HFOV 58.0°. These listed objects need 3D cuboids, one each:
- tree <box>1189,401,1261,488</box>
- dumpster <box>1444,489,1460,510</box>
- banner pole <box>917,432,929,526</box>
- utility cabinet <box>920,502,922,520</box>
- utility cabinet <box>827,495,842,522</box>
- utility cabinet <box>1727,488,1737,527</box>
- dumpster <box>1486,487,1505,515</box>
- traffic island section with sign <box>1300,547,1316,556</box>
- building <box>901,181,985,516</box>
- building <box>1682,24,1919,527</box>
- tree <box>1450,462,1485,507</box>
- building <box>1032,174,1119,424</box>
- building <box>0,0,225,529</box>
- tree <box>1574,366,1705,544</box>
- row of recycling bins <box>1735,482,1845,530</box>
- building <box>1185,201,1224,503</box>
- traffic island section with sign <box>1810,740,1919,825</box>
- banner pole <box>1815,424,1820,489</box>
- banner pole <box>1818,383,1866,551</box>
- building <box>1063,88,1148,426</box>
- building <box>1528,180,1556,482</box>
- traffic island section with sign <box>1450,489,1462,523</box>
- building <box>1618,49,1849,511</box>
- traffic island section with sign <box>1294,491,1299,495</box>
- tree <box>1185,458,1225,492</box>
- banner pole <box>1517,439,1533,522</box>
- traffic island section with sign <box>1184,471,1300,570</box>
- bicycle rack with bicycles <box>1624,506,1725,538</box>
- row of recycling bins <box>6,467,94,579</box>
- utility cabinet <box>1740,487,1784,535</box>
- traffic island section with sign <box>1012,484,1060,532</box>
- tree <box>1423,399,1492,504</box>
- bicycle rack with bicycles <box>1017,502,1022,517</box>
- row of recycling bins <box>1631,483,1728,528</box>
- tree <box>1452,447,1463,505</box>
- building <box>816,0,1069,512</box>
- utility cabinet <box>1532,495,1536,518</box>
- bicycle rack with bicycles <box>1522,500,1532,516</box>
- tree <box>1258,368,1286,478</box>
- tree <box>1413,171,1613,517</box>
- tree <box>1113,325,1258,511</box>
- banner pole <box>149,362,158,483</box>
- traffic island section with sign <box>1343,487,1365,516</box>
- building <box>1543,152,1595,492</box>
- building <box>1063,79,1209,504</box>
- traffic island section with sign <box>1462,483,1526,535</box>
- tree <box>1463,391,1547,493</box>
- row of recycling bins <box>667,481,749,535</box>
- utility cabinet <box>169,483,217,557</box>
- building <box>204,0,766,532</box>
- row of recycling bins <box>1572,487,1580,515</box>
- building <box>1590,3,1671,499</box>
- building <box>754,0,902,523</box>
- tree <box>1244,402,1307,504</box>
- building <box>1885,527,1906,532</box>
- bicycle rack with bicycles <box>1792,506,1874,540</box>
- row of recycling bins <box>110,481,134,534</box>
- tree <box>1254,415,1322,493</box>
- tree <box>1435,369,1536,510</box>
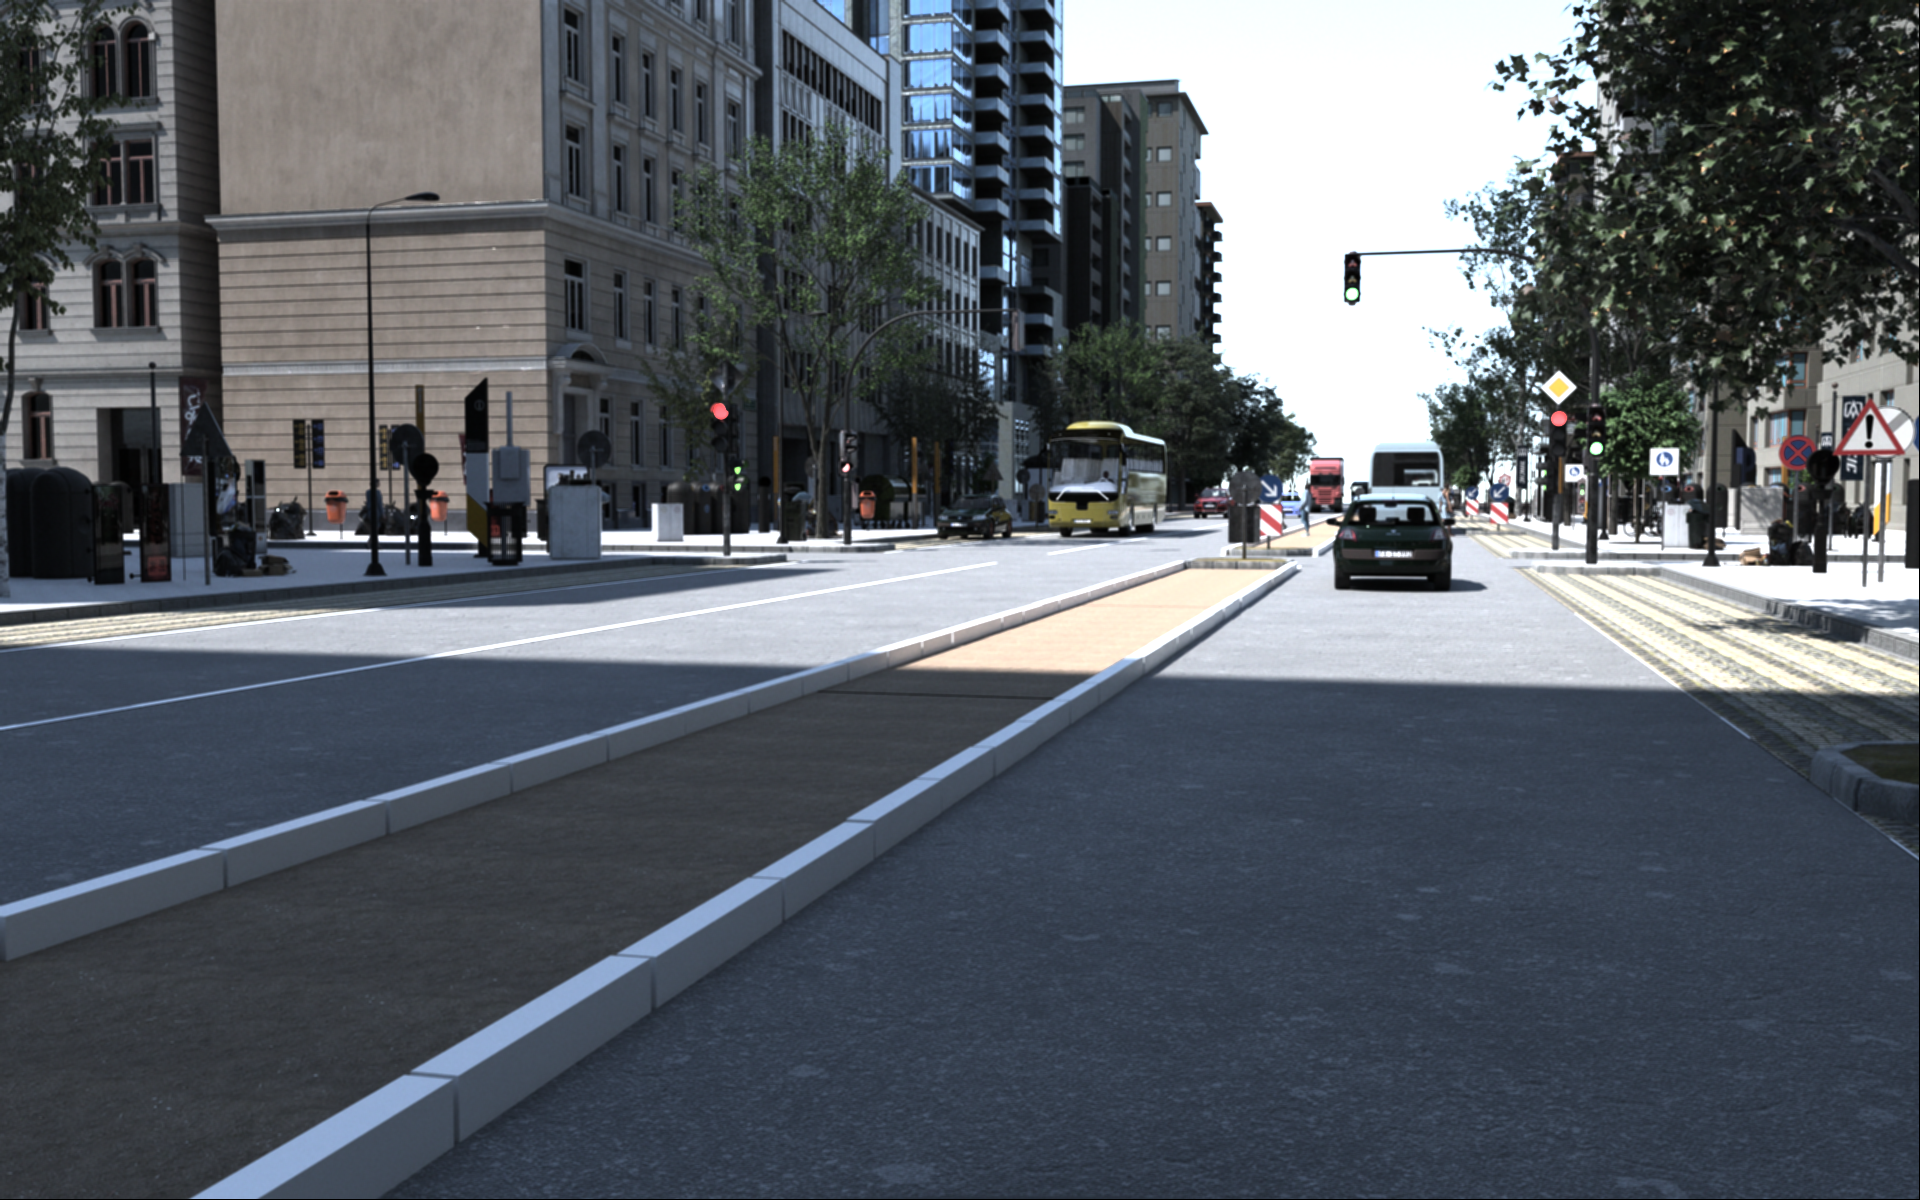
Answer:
[{"bbox_3d":[24.194,-13.774,159.612,7.601,10.594,8.767,-3,5,-43],"label":"tree"},{"bbox_3d":[39.061,-7.970,138.532,1.865,1.857,1.264,1,4,16],"label":"dumpster"},{"bbox_3d":[-1.586,-4.900,70.124,0.401,3.779,0.863,-3,4,-36],"label":"banner pole"},{"bbox_3d":[-2.030,-4.516,84.994,0.306,1.237,1.020,1,4,16],"label":"utility cabinet"},{"bbox_3d":[-5.712,-4.184,79.573,1.020,1.237,0.306,2,4,27],"label":"utility cabinet"},{"bbox_3d":[30.128,-3.613,67.752,0.318,1.500,1.173,0,4,-4],"label":"utility cabinet"},{"bbox_3d":[33.418,-6.241,107.794,1.264,1.857,1.865,1,4,14],"label":"dumpster"},{"bbox_3d":[7.325,-1.995,40.753,2.006,1.907,1.989,1,4,14],"label":"traffic island section with sign"},{"bbox_3d":[-5.370,-15.691,105.692,9.793,20.994,18.267,1,4,14],"label":"building"},{"bbox_3d":[53.069,-14.736,85.971,27.650,21.520,28.899,1,4,14],"label":"building"},{"bbox_3d":[51.426,-11.706,175.098,4.285,4.588,4.351,0,3,0],"label":"tree"},{"bbox_3d":[6.426,-23.645,158.297,14.160,30.474,14.107,1,4,14],"label":"building"},{"bbox_3d":[-36.558,-17.234,69.158,23.554,28.519,14.401,1,4,14],"label":"building"},{"bbox_3d":[17.545,-3.733,44.741,4.285,4.588,4.351,0,3,0],"label":"tree"},{"bbox_3d":[28.884,-3.255,60.329,3.534,1.692,1.069,3,5,40],"label":"row of recycling bins"},{"bbox_3d":[26.662,-36.679,254.329,22.147,44.769,28.867,1,4,14],"label":"building"},{"bbox_3d":[5.091,0.044,7.914,1.989,1.847,2.006,1,4,14],"label":"traffic island section with sign"},{"bbox_3d":[30.871,-4.405,62.037,0.401,3.779,0.863,-2,4,-28],"label":"banner pole"},{"bbox_3d":[19.862,-2.991,38.914,0.863,3.779,0.401,1,4,19],"label":"banner pole"},{"bbox_3d":[10.491,-29.838,171.452,14.154,41.232,14.086,1,4,14],"label":"building"},{"bbox_3d":[93.074,-38.184,243.919,23.786,49.044,30.456,1,4,14],"label":"building"},{"bbox_3d":[25.598,-4.796,87.035,1.989,1.847,2.006,1,4,14],"label":"traffic island section with sign"},{"bbox_3d":[67.273,-26.757,129.359,32.217,40.220,23.993,1,4,14],"label":"building"},{"bbox_3d":[42.616,-12.878,219.190,1.989,1.847,2.006,1,4,14],"label":"traffic island section with sign"},{"bbox_3d":[20.896,-10.027,147.647,4.285,4.588,4.351,0,3,0],"label":"tree"},{"bbox_3d":[25.763,-5.434,78.864,0.863,3.779,0.401,1,4,14],"label":"banner pole"},{"bbox_3d":[5.457,-1.556,33.584,2.006,1.907,1.989,1,4,14],"label":"traffic island section with sign"},{"bbox_3d":[21.118,-2.314,51.221,2.925,0.926,2.852,0,4,1],"label":"bicycle rack with bicycles"},{"bbox_3d":[-14.701,-1.240,27.379,3.534,1.692,1.069,3,5,44],"label":"row of recycling bins"},{"bbox_3d":[24.766,-2.742,53.509,1.173,1.500,0.318,2,4,29],"label":"utility cabinet"},{"bbox_3d":[2.875,-3.499,65.839,1.989,1.847,2.006,1,4,14],"label":"traffic island section with sign"},{"bbox_3d":[65.121,-19.508,225.605,9.857,13.997,8.962,0,3,0],"label":"tree"},{"bbox_3d":[3.501,-5.212,98.593,2.852,0.926,2.925,3,5,41],"label":"bicycle rack with bicycles"},{"bbox_3d":[27.660,-3.639,66.614,3.534,1.692,1.069,2,4,35],"label":"row of recycling bins"},{"bbox_3d":[61.562,-15.961,211.332,4.360,8.622,3.978,0,3,0],"label":"tree"},{"bbox_3d":[-3.283,-50.347,135.840,22.319,86.520,31.000,1,4,14],"label":"building"},{"bbox_3d":[31.526,-5.116,94.814,0.306,1.237,1.020,2,4,23],"label":"utility cabinet"},{"bbox_3d":[33.444,-5.492,103.182,2.852,0.926,2.925,0,4,2],"label":"bicycle rack with bicycles"},{"bbox_3d":[28.088,-16.373,174.359,9.857,13.997,8.962,0,3,0],"label":"tree"},{"bbox_3d":[32.799,-14.860,98.843,12.611,20.169,13.585,0,3,0],"label":"tree"},{"bbox_3d":[16.639,-13.676,130.265,9.857,13.997,8.962,0,3,0],"label":"tree"},{"bbox_3d":[-15.406,-2.636,33.122,0.401,3.779,0.863,-2,4,-28],"label":"banner pole"},{"bbox_3d":[26.166,-6.444,113.500,2.006,1.907,1.989,1,4,14],"label":"traffic island section with sign"},{"bbox_3d":[84.942,-34.309,215.569,22.147,44.769,28.867,1,4,14],"label":"building"},{"bbox_3d":[16.861,-39.041,227.561,28.713,52.752,27.495,1,4,14],"label":"building"},{"bbox_3d":[18.819,-3.200,60.943,1.989,1.847,2.006,1,4,14],"label":"traffic island section with sign"},{"bbox_3d":[36.931,-10.133,116.039,4.360,8.622,3.978,0,3,0],"label":"tree"},{"bbox_3d":[-8.074,-2.950,55.350,1.069,1.692,3.534,2,4,32],"label":"row of recycling bins"},{"bbox_3d":[-15.682,-1.631,35.351,0.318,1.500,1.173,1,4,20],"label":"utility cabinet"},{"bbox_3d":[-17.300,-17.252,67.982,13.634,28.700,20.117,1,4,14],"label":"building"},{"bbox_3d":[38.199,-6.027,105.660,3.534,1.692,1.069,1,4,11],"label":"row of recycling bins"},{"bbox_3d":[71.932,-34.561,154.315,28.713,52.752,27.495,1,4,14],"label":"building"},{"bbox_3d":[-11.537,-16.480,87.477,12.078,24.808,19.932,1,4,14],"label":"building"},{"bbox_3d":[37.816,-17.772,208.705,7.486,12.596,7.792,0,3,0],"label":"tree"},{"bbox_3d":[46.333,-12.844,55.045,28.899,21.520,27.650,1,4,14],"label":"building"},{"bbox_3d":[25.328,-2.246,50.106,2.852,0.926,2.925,3,5,39],"label":"bicycle rack with bicycles"},{"bbox_3d":[-28.548,-3.033,56.709,3.534,1.692,1.069,1,4,20],"label":"row of recycling bins"},{"bbox_3d":[46.032,-19.298,241.278,9.928,11.665,9.643,0,3,0],"label":"tree"},{"bbox_3d":[43.645,-13.258,142.530,9.928,11.665,9.643,0,3,0],"label":"tree"}]
